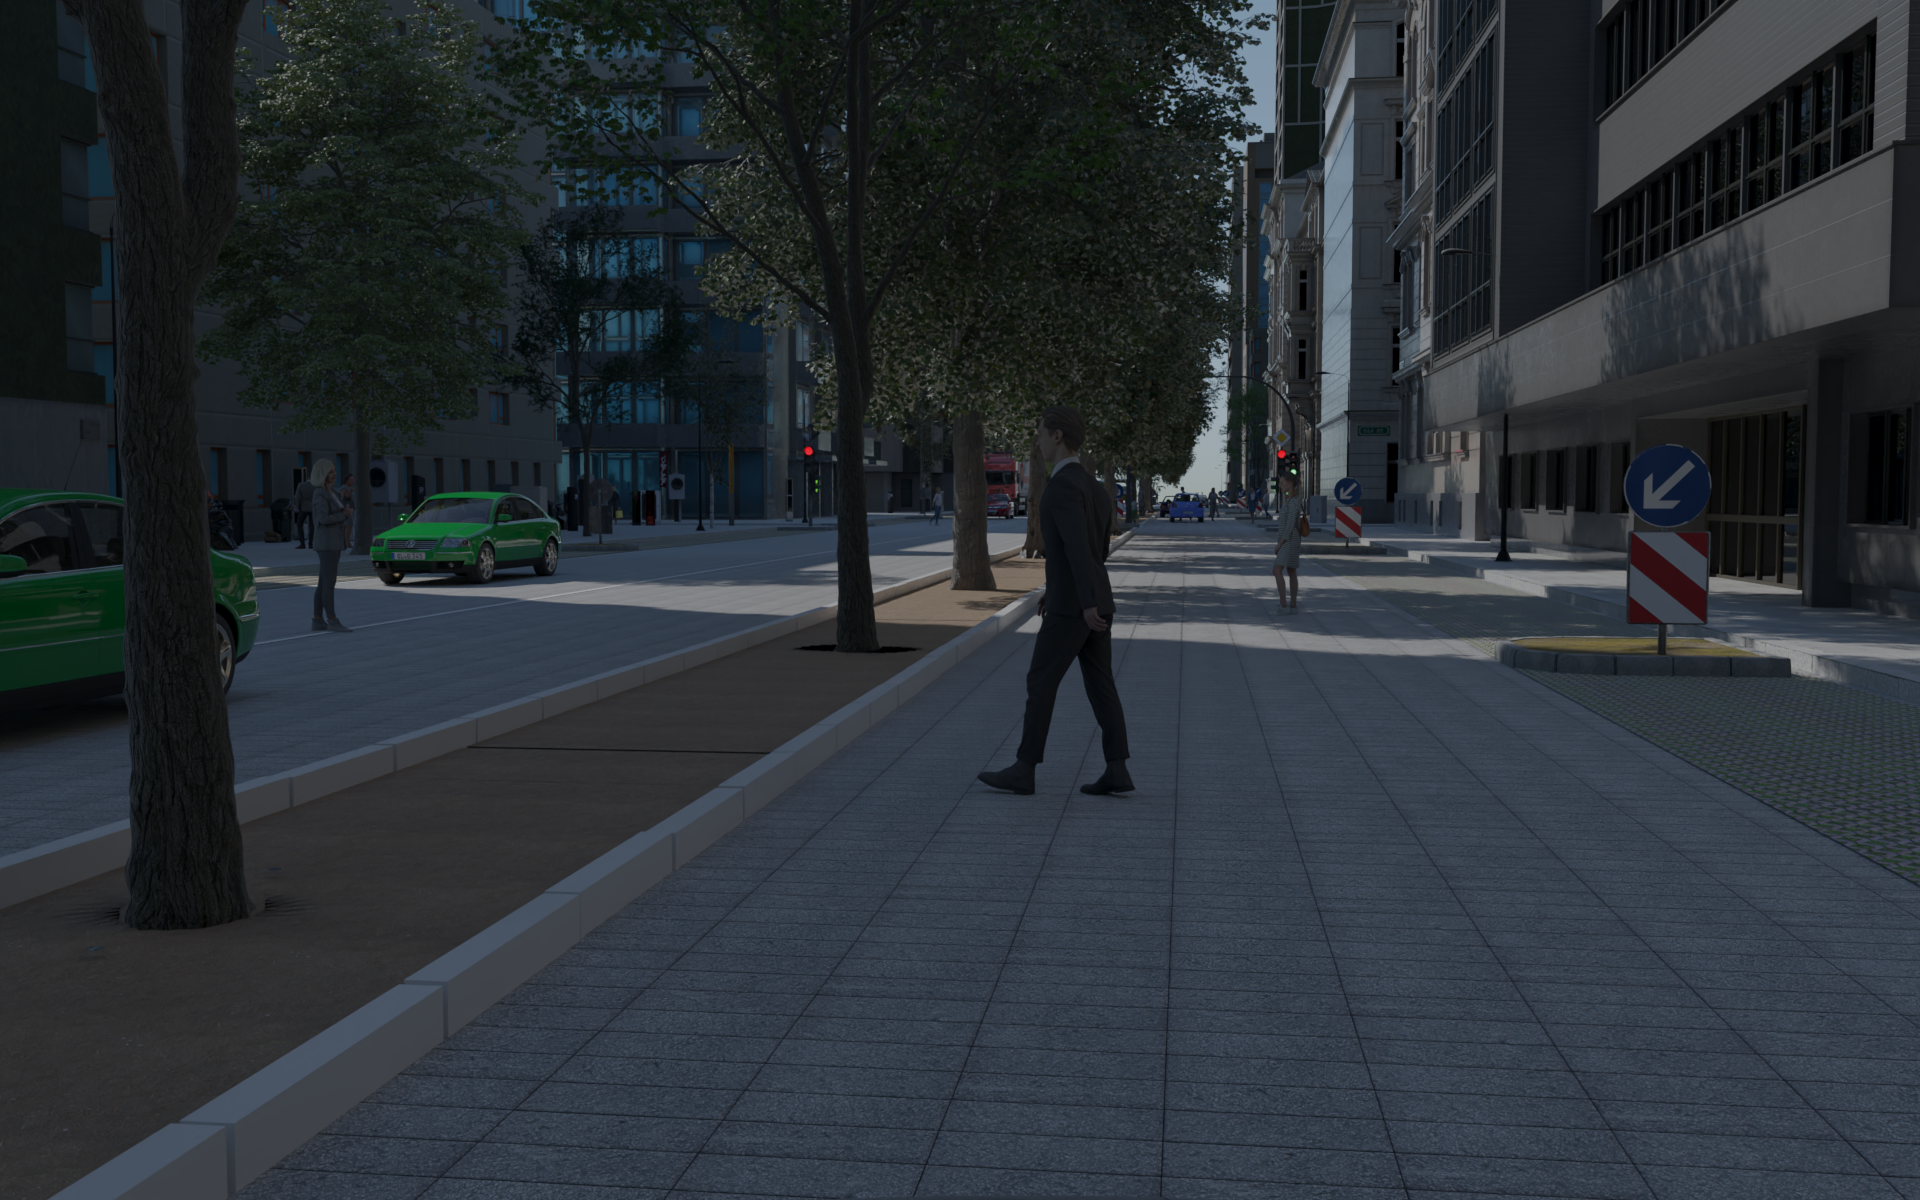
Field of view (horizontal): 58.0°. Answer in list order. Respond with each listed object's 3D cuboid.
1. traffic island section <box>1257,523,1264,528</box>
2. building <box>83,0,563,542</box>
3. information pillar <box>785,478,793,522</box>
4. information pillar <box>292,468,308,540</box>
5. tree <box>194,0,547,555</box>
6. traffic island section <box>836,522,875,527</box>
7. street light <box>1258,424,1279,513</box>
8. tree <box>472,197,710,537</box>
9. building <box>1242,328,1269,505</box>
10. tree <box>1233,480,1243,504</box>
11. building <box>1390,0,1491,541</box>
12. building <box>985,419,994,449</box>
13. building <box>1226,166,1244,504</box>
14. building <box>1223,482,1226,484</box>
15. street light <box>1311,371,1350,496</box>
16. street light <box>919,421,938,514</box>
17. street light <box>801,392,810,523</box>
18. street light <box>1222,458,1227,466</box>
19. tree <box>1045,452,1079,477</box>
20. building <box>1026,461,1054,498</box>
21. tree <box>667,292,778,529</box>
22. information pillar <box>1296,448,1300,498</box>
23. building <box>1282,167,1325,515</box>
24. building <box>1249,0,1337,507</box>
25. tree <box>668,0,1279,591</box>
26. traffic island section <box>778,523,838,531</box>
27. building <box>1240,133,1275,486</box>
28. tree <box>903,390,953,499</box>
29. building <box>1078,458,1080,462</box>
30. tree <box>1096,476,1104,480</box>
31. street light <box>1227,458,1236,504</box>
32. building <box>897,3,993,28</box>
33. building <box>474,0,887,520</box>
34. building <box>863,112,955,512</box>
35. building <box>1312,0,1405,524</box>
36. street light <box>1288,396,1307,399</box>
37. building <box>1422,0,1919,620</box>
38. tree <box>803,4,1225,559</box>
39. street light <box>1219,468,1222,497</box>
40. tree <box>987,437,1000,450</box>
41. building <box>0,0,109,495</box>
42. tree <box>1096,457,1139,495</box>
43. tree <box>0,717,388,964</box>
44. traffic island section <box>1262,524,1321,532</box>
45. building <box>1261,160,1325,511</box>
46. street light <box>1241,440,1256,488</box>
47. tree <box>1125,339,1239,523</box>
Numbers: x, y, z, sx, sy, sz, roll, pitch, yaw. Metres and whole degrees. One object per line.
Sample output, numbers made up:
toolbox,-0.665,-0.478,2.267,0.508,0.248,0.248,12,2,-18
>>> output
traffic island section,13.770,-3.179,74.260,2.009,0.180,2.903,0,4,7
building,-32.071,-12.972,57.137,28.899,21.520,27.650,0,4,7
information pillar,-7.949,-4.657,80.628,0.304,2.012,0.304,-1,4,-18
information pillar,-18.287,-2.661,47.995,0.304,2.012,0.304,0,4,0
tree,-12.707,-7.253,36.713,7.486,12.596,7.792,0,3,0
traffic island section,-4.910,-3.329,76.714,2.009,0.180,2.903,0,4,7
street light,20.636,-8.736,115.379,1.470,5.913,1.316,0,4,7
tree,-11.100,-7.216,52.399,8.767,10.594,7.601,2,4,28
building,45.977,-21.284,193.029,27.650,21.520,28.899,0,4,7
tree,37.403,-14.510,231.831,1.663,3.219,1.824,0,3,0
building,21.125,-16.234,52.812,14.401,28.519,23.554,0,4,7
building,-4.450,-23.742,159.884,14.160,30.474,14.107,0,4,7
building,48.494,-37.792,241.603,21.300,48.544,21.600,0,4,7
building,56.321,-40.948,289.112,23.786,49.044,30.456,0,4,7
street light,14.141,-5.692,65.606,1.470,5.913,1.316,0,4,7
street light,-1.906,-8.430,110.374,1.470,5.913,1.316,0,4,7
street light,-6.346,-6.368,76.657,1.470,5.913,1.316,0,4,7
street light,35.021,-15.375,223.920,1.470,5.913,1.316,0,4,7
tree,12.382,-16.854,225.927,4.737,8.622,4.395,0,3,0
building,6.825,-28.771,242.111,14.160,30.474,14.107,0,4,7
tree,-8.997,-6.967,64.277,4.360,8.622,3.978,0,3,0
information pillar,16.979,-5.849,86.986,0.183,3.616,0.504,2,4,26
building,27.195,-17.564,106.248,14.460,24.649,34.723,0,4,7
building,39.010,-44.590,167.298,20.563,71.187,20.611,0,4,7
tree,0.188,-7.109,25.341,9.857,13.997,8.962,0,3,0
traffic island section,-5.952,-2.845,68.796,2.009,0.180,2.903,0,4,7
building,42.152,-34.519,214.497,14.600,45.320,14.200,0,4,7
tree,-2.206,-10.185,116.886,4.360,8.622,3.978,0,3,0
building,6.187,-26.944,285.569,27.650,21.520,28.899,0,4,7
tree,23.009,-22.743,306.262,7.601,10.594,8.767,1,4,16
street light,30.558,-13.374,191.207,1.470,5.913,1.316,0,4,7
building,-7.764,-36.168,180.591,28.713,52.752,27.495,0,4,7
building,-17.339,-29.266,98.112,23.786,49.044,30.456,0,4,7
building,-7.707,-21.786,127.901,14.160,30.474,14.107,0,4,7
building,38.967,-18.485,78.649,44.131,29.872,17.030,0,4,7
street light,16.209,-6.698,82.051,1.470,5.913,1.316,0,4,7
building,16.430,-12.691,26.560,14.314,24.678,30.058,0,4,7
tree,1.716,-7.248,37.977,9.611,12.733,9.660,0,3,0
street light,37.239,-16.440,241.340,1.470,5.913,1.316,0,4,7
tree,1.459,-12.160,149.174,4.360,8.622,3.978,0,3,0
building,-23.343,-15.479,24.790,14.160,30.474,14.107,0,4,7
tree,8.917,-8.449,90.961,4.737,8.622,4.395,0,3,0
tree,-2.694,-4.735,5.636,9.928,11.665,9.643,0,3,0
traffic island section,12.729,-2.695,66.343,2.009,0.180,2.903,0,4,7
building,30.902,-21.299,135.629,14.401,28.519,23.554,0,4,7
street light,26.366,-11.352,158.138,1.470,5.913,1.316,0,4,7
tree,8.034,-10.371,82.398,12.009,13.543,11.850,0,3,0
